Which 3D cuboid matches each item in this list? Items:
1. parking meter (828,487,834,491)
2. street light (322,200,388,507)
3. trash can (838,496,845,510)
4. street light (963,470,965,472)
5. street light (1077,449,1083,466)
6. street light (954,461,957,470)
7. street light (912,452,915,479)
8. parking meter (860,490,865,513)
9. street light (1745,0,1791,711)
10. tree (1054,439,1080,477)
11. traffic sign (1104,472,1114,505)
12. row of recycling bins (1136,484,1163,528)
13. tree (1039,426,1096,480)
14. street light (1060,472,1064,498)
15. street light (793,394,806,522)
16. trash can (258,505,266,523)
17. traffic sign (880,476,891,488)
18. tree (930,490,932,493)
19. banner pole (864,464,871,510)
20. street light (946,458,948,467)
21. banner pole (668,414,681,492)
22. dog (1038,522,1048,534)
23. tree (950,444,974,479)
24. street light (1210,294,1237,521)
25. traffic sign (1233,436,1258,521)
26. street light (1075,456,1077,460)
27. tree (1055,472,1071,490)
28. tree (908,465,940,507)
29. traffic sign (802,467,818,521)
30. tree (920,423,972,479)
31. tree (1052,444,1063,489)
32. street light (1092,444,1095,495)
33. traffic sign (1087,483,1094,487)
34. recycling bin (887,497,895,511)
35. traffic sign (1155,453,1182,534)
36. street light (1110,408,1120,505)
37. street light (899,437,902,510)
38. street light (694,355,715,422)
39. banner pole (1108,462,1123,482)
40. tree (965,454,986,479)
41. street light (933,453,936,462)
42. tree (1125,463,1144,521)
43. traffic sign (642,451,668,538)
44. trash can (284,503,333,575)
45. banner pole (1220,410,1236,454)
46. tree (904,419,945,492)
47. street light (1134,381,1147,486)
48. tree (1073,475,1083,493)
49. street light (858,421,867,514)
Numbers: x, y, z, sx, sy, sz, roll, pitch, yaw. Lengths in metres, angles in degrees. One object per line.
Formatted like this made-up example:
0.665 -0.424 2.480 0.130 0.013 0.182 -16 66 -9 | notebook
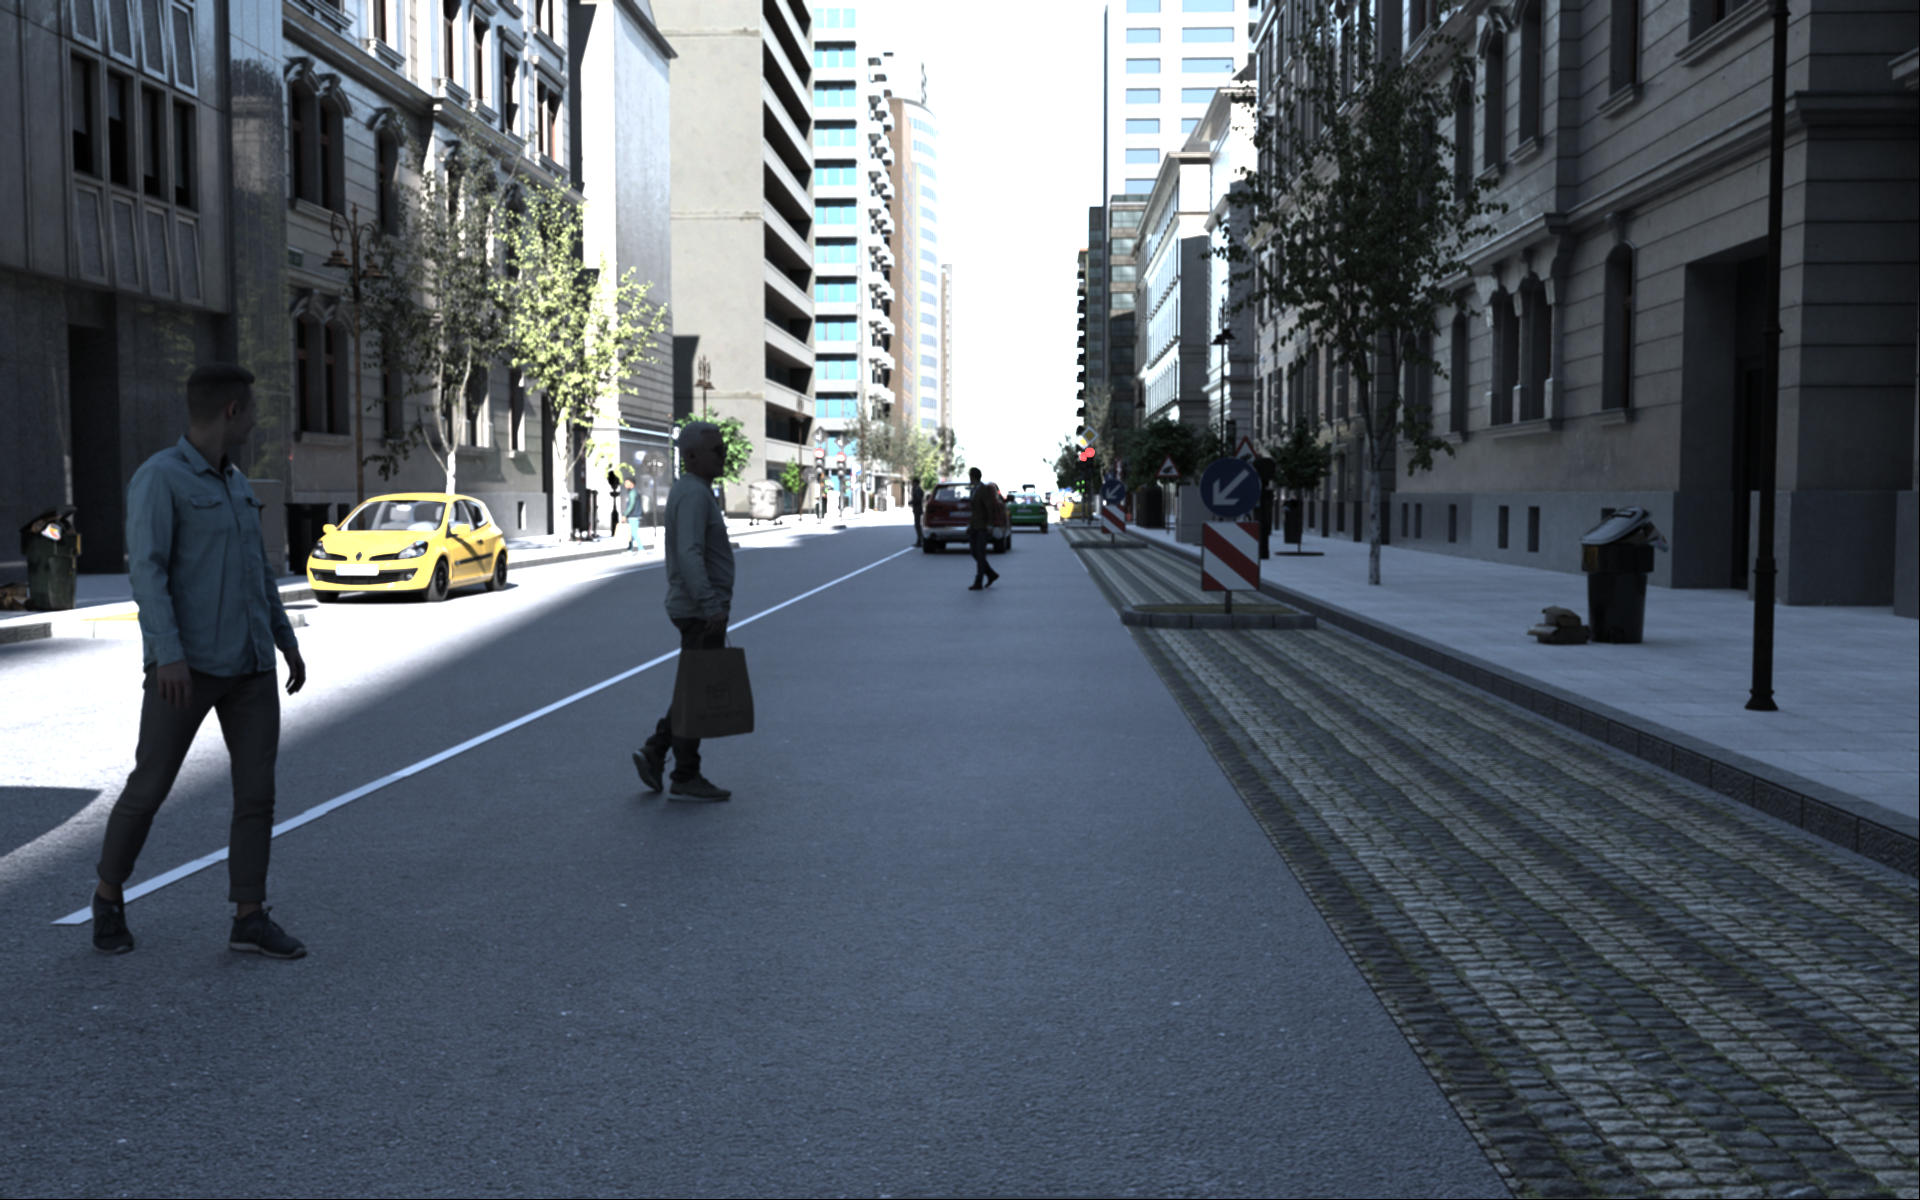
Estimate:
-9.684 -7.617 130.252 0.255 1.863 0.399 2 4 34 | parking meter
-9.587 -3.352 27.598 0.468 5.910 1.993 0 4 2 | street light
-9.685 -7.955 141.715 0.748 1.137 0.748 0 3 0 | trash can
0.651 -18.142 269.409 0.468 5.910 1.993 0 4 2 | street light
10.850 -11.069 153.765 0.468 5.910 1.993 0 4 2 | street light
-0.711 -16.311 239.466 0.468 5.910 1.993 0 4 2 | street light
-4.194 -11.230 156.394 0.468 5.910 1.993 0 4 2 | street light
-6.578 -6.609 116.467 0.372 1.533 0.369 0 3 0 | parking meter
4.775 -2.285 10.141 0.468 5.910 1.993 0 4 2 | street light
14.099 -16.496 220.077 4.737 8.622 4.395 0 3 0 | tree
8.809 -6.205 101.554 0.768 2.556 0.104 1 4 10 | traffic sign
7.467 -3.718 67.908 1.069 1.692 3.534 0 4 3 | row of recycling bins
14.775 -18.495 236.806 8.767 10.594 7.601 1 4 15 | tree
16.359 -18.945 282.537 0.468 5.910 1.993 0 4 2 | street light
-7.370 -6.556 79.977 0.468 5.910 1.993 0 4 2 | street light
-9.669 -0.704 23.171 0.748 1.137 0.748 0 3 0 | trash can
-5.282 -7.514 122.953 0.768 2.556 0.104 0 4 7 | traffic sign
-2.831 -12.231 194.573 1.663 3.219 1.824 0 3 0 | tree
-7.693 -9.362 143.085 0.863 3.779 0.401 2 4 29 | banner pole
-1.641 -14.990 217.868 0.468 5.910 1.993 0 4 2 | street light
-8.918 -3.917 54.054 0.401 3.779 0.863 -3 5 -42 | banner pole
2.967 -2.596 62.643 0.550 0.427 0.748 3 4 39 | dog
0.068 -18.675 255.692 4.360 8.622 3.978 0 3 0 | tree
6.084 -4.123 40.198 0.468 5.910 1.993 0 4 2 | street light
6.345 -2.359 38.567 0.884 2.594 0.081 0 4 6 | traffic sign
11.456 -12.035 169.558 0.468 5.910 1.993 0 4 2 | street light
14.302 -13.831 209.843 4.285 4.588 4.351 0 3 0 | tree
-3.697 -11.785 176.401 4.285 4.588 4.351 0 3 0 | tree
-7.080 -4.987 81.643 0.768 2.556 0.104 1 4 10 | traffic sign
-2.376 -17.915 227.315 8.767 10.594 7.601 1 4 9 | tree
12.640 -14.978 195.248 4.360 8.622 3.978 0 3 0 | tree
9.625 -9.231 123.716 0.468 5.910 1.993 0 4 2 | street light
10.095 -8.164 133.582 0.768 2.556 0.104 0 4 6 | traffic sign
-5.350 -7.267 131.364 0.722 1.027 0.722 1 4 9 | recycling bin
6.655 -3.385 55.346 0.884 2.594 0.081 1 4 12 | traffic sign
8.331 -7.358 93.086 0.468 5.910 1.993 0 4 2 | street light
-4.771 -10.282 140.890 0.468 5.910 1.993 0 4 2 | street light
-8.470 -5.184 57.553 0.468 5.910 1.993 0 4 2 | street light
11.009 -8.203 124.136 0.863 3.779 0.401 1 4 12 | banner pole
2.431 -22.000 310.066 4.737 8.622 4.395 0 3 0 | tree
-2.824 -13.139 187.617 0.468 5.910 1.993 0 4 2 | street light
8.359 -5.364 82.300 1.663 3.219 1.824 0 3 0 | tree
-8.988 -3.113 51.006 0.768 2.556 0.104 0 4 3 | traffic sign
-10.381 -0.975 27.602 0.748 1.137 0.748 0 3 0 | trash can
7.943 -3.766 51.590 0.863 3.779 0.401 -3 5 -40 | banner pole
-3.629 -13.388 169.257 4.737 8.622 4.395 0 3 0 | tree
7.340 -5.988 70.695 0.468 5.910 1.993 0 4 2 | street light
10.817 -9.583 151.282 1.663 3.219 1.824 0 3 0 | tree
-6.182 -8.388 109.929 0.468 5.910 1.993 0 4 2 | street light
